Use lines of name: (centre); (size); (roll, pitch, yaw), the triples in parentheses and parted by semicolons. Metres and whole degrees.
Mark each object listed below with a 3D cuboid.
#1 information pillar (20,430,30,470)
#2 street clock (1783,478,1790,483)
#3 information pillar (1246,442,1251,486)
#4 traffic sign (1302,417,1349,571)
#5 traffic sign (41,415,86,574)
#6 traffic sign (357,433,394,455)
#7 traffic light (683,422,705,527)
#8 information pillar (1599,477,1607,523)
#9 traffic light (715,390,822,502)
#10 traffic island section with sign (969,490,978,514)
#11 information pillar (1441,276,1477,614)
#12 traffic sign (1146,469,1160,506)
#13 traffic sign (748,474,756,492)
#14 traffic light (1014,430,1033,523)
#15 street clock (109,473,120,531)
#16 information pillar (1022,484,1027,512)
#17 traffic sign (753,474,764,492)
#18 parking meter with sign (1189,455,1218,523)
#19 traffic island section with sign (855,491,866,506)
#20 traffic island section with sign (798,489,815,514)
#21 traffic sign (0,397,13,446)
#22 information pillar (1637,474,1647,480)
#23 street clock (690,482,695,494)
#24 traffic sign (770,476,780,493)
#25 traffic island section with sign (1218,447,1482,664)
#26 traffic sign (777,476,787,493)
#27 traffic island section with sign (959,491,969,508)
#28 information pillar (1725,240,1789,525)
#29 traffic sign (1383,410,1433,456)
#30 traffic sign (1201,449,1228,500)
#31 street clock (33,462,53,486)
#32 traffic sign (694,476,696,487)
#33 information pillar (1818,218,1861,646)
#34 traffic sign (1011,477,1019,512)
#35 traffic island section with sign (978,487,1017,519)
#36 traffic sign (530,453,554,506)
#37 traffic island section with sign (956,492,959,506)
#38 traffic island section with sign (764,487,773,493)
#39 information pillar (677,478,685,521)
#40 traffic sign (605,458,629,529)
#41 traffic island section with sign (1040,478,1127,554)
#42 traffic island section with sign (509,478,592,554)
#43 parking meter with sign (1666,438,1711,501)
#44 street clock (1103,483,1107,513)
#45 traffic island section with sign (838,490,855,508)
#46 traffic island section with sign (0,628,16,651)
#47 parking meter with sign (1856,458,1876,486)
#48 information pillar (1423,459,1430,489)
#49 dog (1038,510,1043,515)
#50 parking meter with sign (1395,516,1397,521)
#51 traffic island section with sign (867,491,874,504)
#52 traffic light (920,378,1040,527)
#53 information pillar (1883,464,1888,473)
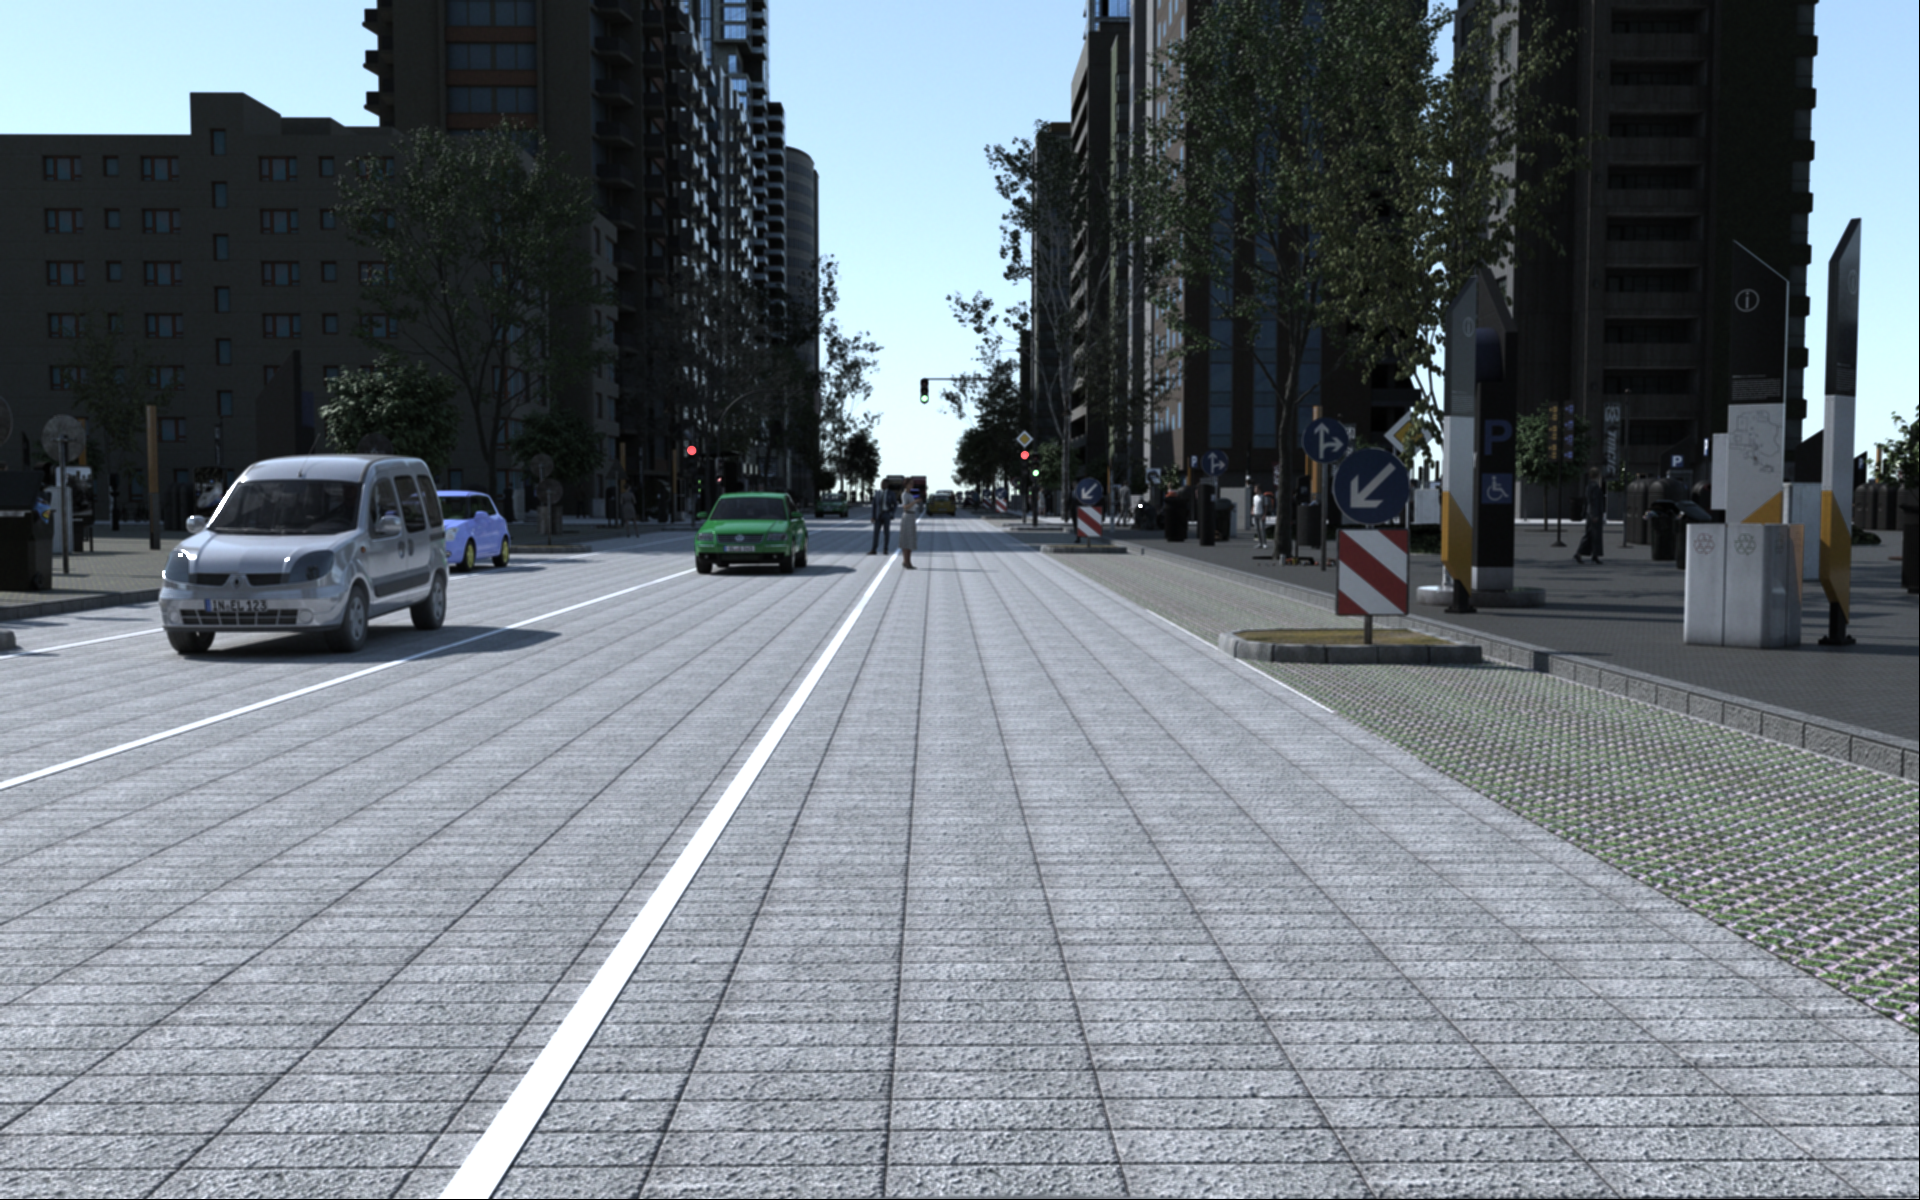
information pillar: (-34.307, -4.420, 63.617); (0.183, 3.616, 0.504); (0, 4, -3)
street clock: (37.082, -4.487, 77.927); (0.358, 2.002, 0.471); (-1, 4, -12)
information pillar: (12.939, -5.284, 77.743); (0.183, 3.616, 0.504); (0, 4, -3)
traffic sign: (6.076, -1.759, 28.873); (0.768, 2.556, 0.104); (0, 4, 5)
traffic sign: (-14.440, -1.700, 27.899); (0.768, 2.556, 0.104); (0, 4, 6)
traffic sign: (-12.195, -2.203, 36.122); (0.768, 2.556, 0.104); (0, 4, 1)
traffic light: (-10.435, -4.825, 67.804); (0.839, 4.253, 0.868); (0, 4, -1)
information pillar: (28.076, -4.353, 75.664); (0.304, 2.012, 0.304); (0, 4, 8)
traffic light: (-8.456, -6.189, 75.853); (4.771, 5.953, 1.251); (0, 4, -1)
traffic island section with sign: (1.833, -7.176, 125.951); (1.989, 1.847, 2.006); (0, 4, -1)
information pillar: (5.354, -1.664, 18.567); (0.504, 3.616, 0.183); (-3, 5, -42)
traffic sign: (7.695, -4.093, 69.045); (0.606, 2.300, 0.079); (0, 4, 7)
traffic sign: (-13.248, -6.790, 111.114); (0.768, 2.556, 0.104); (0, 4, 6)
traffic light: (2.813, -5.325, 75.990); (0.839, 4.253, 0.868); (0, 4, -1)
street clock: (-29.550, -3.424, 60.559); (0.358, 2.002, 0.471); (-1, 4, -13)
information pillar: (4.597, -7.225, 122.628); (0.304, 2.012, 0.304); (-1, 4, -23)
traffic sign: (-12.752, -6.692, 109.513); (0.768, 2.556, 0.104); (1, 4, 9)
parking meter with sign: (11.128, -4.966, 77.454); (1.738, 3.016, 0.543); (3, 5, 41)
traffic island section with sign: (-12.361, -11.845, 202.292); (1.989, 1.847, 2.006); (0, 4, -1)
traffic island section with sign: (-11.293, -7.165, 125.778); (1.989, 1.847, 2.006); (0, 4, -1)
traffic sign: (-11.884, -1.280, 21.037); (0.768, 2.556, 0.104); (0, 4, 1)
information pillar: (24.699, -3.565, 62.785); (0.304, 2.012, 0.304); (1, 4, 9)
street clock: (-15.726, -5.969, 102.155); (0.358, 2.002, 0.471); (1, 4, 20)
traffic sign: (-13.158, -7.524, 123.125); (0.768, 2.556, 0.104); (0, 4, 3)
traffic island section with sign: (3.371, -0.417, 15.448); (1.989, 1.847, 2.006); (0, 4, -1)
traffic sign: (-13.062, -7.740, 126.546); (0.884, 2.594, 0.081); (0, 4, 2)
traffic island section with sign: (1.138, -10.195, 175.323); (1.989, 1.847, 2.006); (0, 4, -1)
information pillar: (7.321, -1.505, 15.965); (0.504, 3.616, 0.183); (3, 4, 37)
traffic sign: (7.040, -1.676, 27.139); (0.795, 2.593, 0.064); (0, 4, 7)
traffic sign: (7.216, -2.999, 49.138); (0.768, 2.556, 0.104); (0, 4, 2)
street clock: (-20.765, -2.126, 39.336); (0.358, 2.002, 0.471); (1, 4, 9)
traffic sign: (-14.493, -5.754, 96.203); (0.606, 2.300, 0.079); (0, 4, 0)
information pillar: (7.441, -1.424, 14.644); (0.504, 3.616, 0.183); (-3, 5, -43)
traffic sign: (4.047, -7.679, 125.650); (0.768, 2.556, 0.104); (0, 4, 2)
traffic island section with sign: (2.215, -5.515, 98.804); (1.989, 1.847, 2.006); (0, 4, -1)
traffic sign: (-13.086, -3.308, 54.190); (0.768, 2.556, 0.104); (0, 4, 4)
traffic island section with sign: (0.751, -11.894, 203.094); (1.989, 1.847, 2.006); (0, 4, -1)
traffic island section with sign: (-10.906, -5.468, 98.034); (1.989, 1.847, 2.006); (0, 4, -1)
information pillar: (-13.127, -4.699, 81.312); (0.304, 2.012, 0.304); (1, 4, 23)
traffic sign: (-12.488, -3.856, 63.054); (0.884, 2.594, 0.081); (0, 4, 3)
traffic island section with sign: (2.990, -2.066, 42.400); (1.989, 1.847, 2.006); (0, 4, -1)
traffic island section with sign: (-10.135, -2.072, 42.513); (1.989, 1.847, 2.006); (0, 4, -1)
parking meter with sign: (22.519, -3.548, 54.278); (1.738, 3.016, 0.543); (1, 4, 11)
street clock: (9.749, -6.851, 116.585); (0.358, 2.002, 0.471); (0, 4, 6)
traffic island section with sign: (-11.979, -10.196, 175.339); (1.989, 1.847, 2.006); (0, 4, -1)
traffic island section with sign: (-9.754, -0.424, 15.561); (1.989, 1.847, 2.006); (0, 4, -1)
parking meter with sign: (43.486, -5.251, 82.109); (0.543, 3.016, 1.738); (-3, 5, -39)
information pillar: (31.088, -7.593, 115.493); (0.504, 3.616, 0.183); (-2, 4, -33)
dog: (5.006, -5.436, 106.619); (0.550, 0.427, 0.748); (-2, 4, -31)
parking meter with sign: (20.152, -5.311, 83.098); (1.738, 3.016, 0.543); (-1, 4, -9)
traffic island section with sign: (-13.138, -15.283, 258.512); (1.989, 1.847, 2.006); (0, 4, -1)
traffic light: (0.834, -5.698, 67.835); (4.771, 5.953, 1.251); (0, 4, -1)
information pillar: (63.622, -7.808, 119.017); (0.504, 3.616, 0.183); (1, 4, 15)
